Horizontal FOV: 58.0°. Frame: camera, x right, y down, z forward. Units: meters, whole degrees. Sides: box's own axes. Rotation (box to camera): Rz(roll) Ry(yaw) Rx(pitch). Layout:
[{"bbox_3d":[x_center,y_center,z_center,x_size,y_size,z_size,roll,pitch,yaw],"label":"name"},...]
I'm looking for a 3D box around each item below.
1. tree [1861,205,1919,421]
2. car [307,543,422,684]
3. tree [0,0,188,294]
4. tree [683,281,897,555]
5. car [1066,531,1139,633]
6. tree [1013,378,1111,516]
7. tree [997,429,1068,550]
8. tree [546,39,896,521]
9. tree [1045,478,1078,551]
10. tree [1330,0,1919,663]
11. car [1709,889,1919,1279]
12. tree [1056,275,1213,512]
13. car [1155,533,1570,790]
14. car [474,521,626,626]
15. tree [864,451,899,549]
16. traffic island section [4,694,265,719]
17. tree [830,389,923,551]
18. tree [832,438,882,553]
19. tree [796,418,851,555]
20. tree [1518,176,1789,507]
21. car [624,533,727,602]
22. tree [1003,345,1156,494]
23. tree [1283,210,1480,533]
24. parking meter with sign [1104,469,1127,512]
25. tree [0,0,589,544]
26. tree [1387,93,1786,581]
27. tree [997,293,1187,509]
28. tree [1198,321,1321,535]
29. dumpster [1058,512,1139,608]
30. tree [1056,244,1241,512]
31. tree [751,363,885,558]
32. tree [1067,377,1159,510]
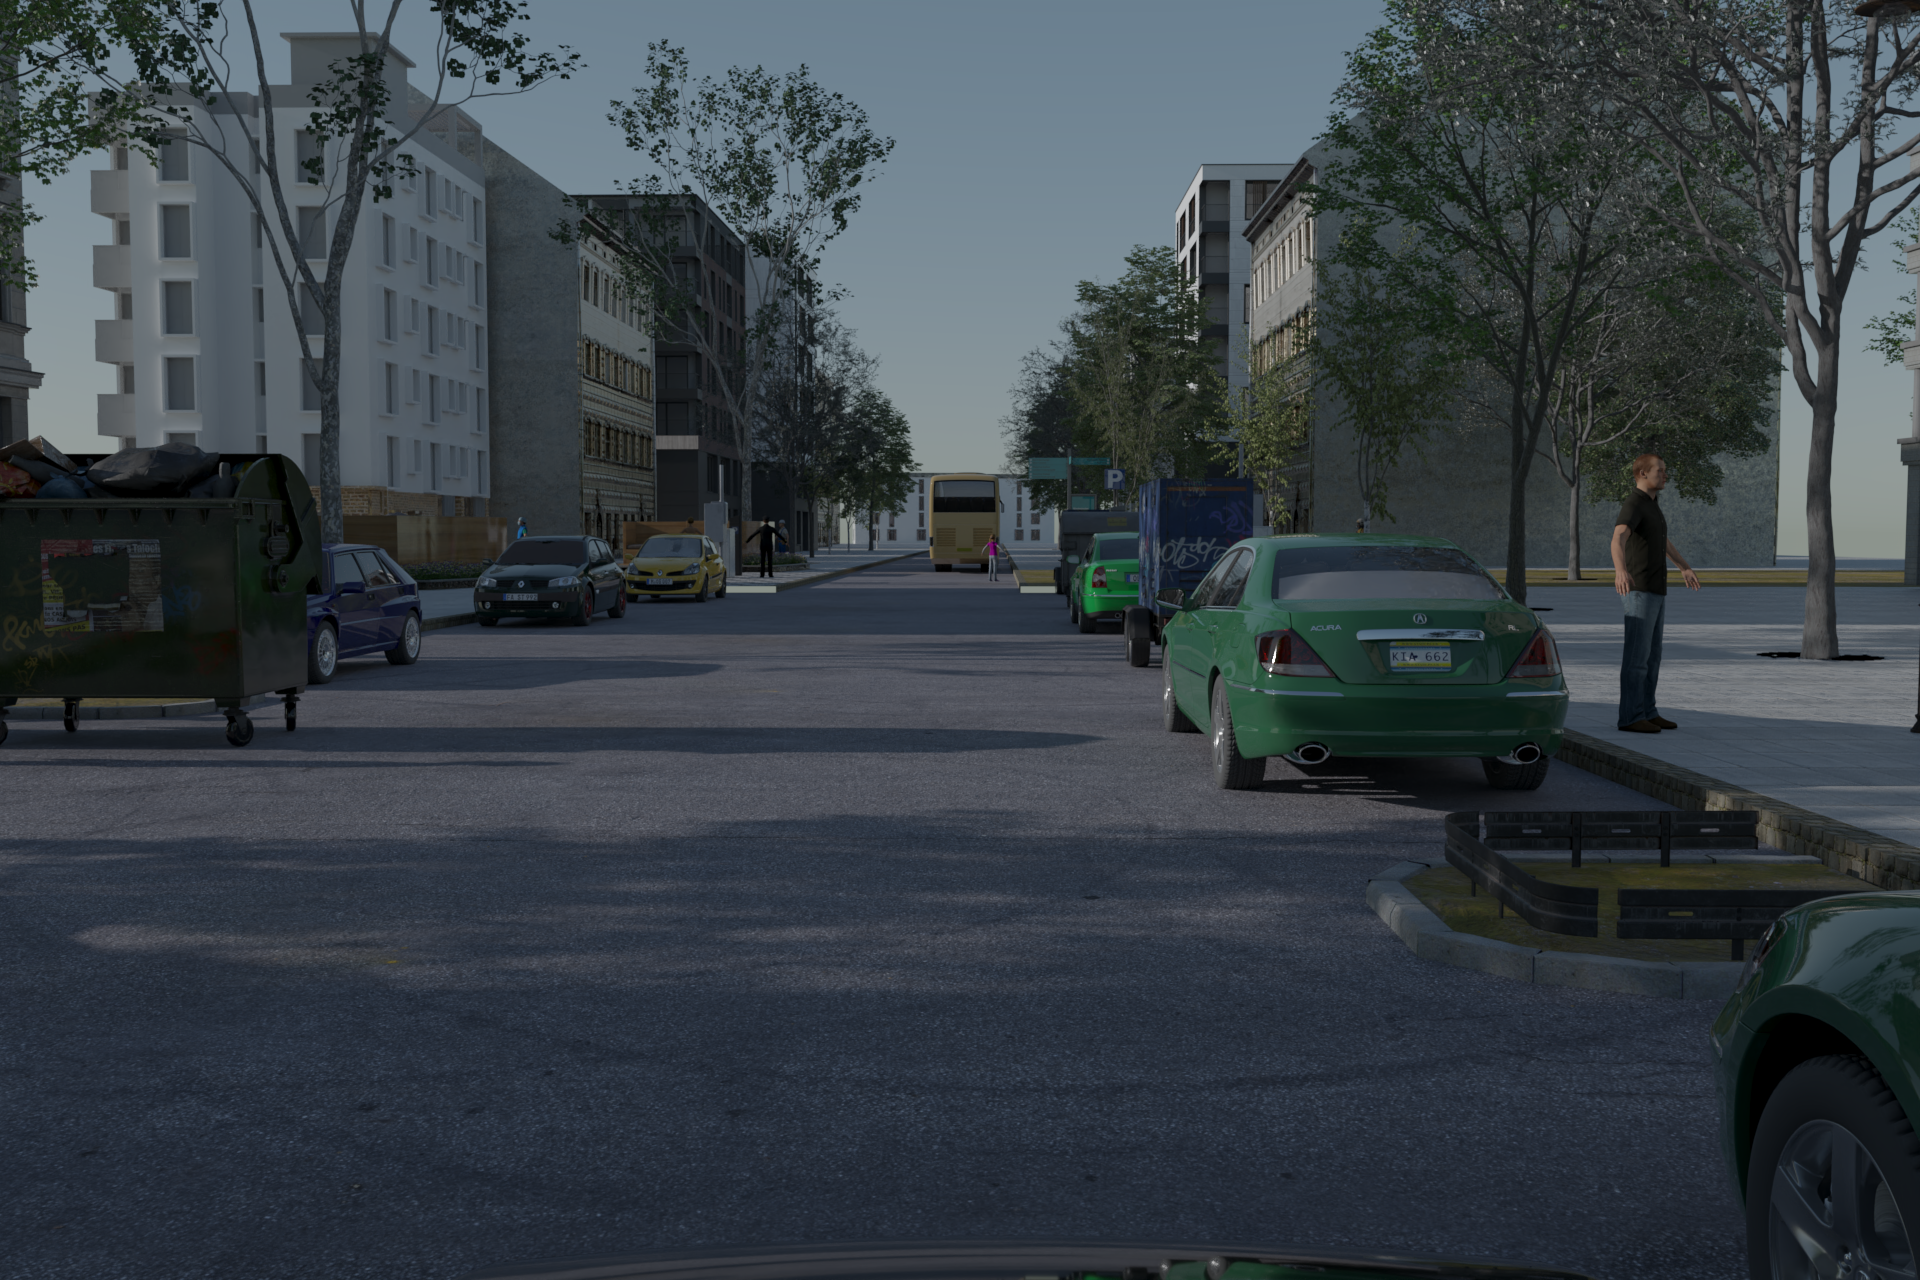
[{"bbox_3d":[28.300,-7.375,46.331,9.928,11.665,9.643,0,3,0],"label":"tree"},{"bbox_3d":[-6.881,-0.316,17.747,1.945,1.354,3.894,0,4,1],"label":"car"},{"bbox_3d":[-12.821,-5.750,19.761,9.928,11.665,9.643,0,3,0],"label":"tree"},{"bbox_3d":[-8.150,-10.626,84.098,12.009,13.543,11.850,0,3,0],"label":"tree"},{"bbox_3d":[2.631,-1.077,26.401,1.959,1.807,4.718,0,4,1],"label":"car"},{"bbox_3d":[7.392,-12.424,121.260,7.486,12.596,7.792,0,3,0],"label":"tree"},{"bbox_3d":[8.262,-14.113,141.123,12.009,13.543,11.850,0,3,0],"label":"tree"},{"bbox_3d":[-9.214,-12.934,67.363,12.611,20.169,13.585,0,3,0],"label":"tree"},{"bbox_3d":[7.636,-10.981,129.900,4.737,8.622,4.395,0,3,0],"label":"tree"},{"bbox_3d":[8.797,-6.557,17.583,12.009,13.543,11.850,0,3,0],"label":"tree"},{"bbox_3d":[2.165,0.655,1.096,2.131,1.459,4.920,0,4,1],"label":"car"},{"bbox_3d":[4.402,-6.091,49.958,4.360,8.622,3.978,0,3,0],"label":"tree"},{"bbox_3d":[2.378,0.041,11.135,2.131,1.459,4.920,0,4,1],"label":"car"},{"bbox_3d":[-6.616,-1.126,28.198,2.009,1.686,4.222,0,4,1],"label":"car"},{"bbox_3d":[-6.876,-11.993,146.449,4.737,8.622,4.395,0,3,0],"label":"tree"},{"bbox_3d":[-6.962,0.518,14.391,1.991,0.108,1.994,0,4,2],"label":"traffic island section"},{"bbox_3d":[-6.566,-13.272,135.131,7.486,12.596,7.792,0,3,0],"label":"tree"},{"bbox_3d":[-7.795,-10.394,120.310,4.360,8.622,3.978,0,3,0],"label":"tree"},{"bbox_3d":[-8.401,-9.661,108.324,4.737,8.622,4.395,0,3,0],"label":"tree"},{"bbox_3d":[24.316,-9.426,60.764,9.857,13.997,8.962,0,3,0],"label":"tree"},{"bbox_3d":[-6.140,-1.669,37.518,2.015,1.641,3.980,0,4,1],"label":"car"},{"bbox_3d":[7.857,-12.159,109.171,12.009,13.543,11.850,0,3,0],"label":"tree"},{"bbox_3d":[9.577,-5.456,39.564,4.737,8.622,4.395,0,3,0],"label":"tree"},{"bbox_3d":[4.115,-3.015,45.552,0.543,3.016,1.738,0,4,2],"label":"parking meter with sign"},{"bbox_3d":[-12.811,-10.869,33.606,12.611,20.169,13.585,0,3,0],"label":"tree"},{"bbox_3d":[17.003,-8.410,47.866,12.009,13.543,11.850,0,3,0],"label":"tree"},{"bbox_3d":[6.963,-10.819,87.265,12.009,13.543,11.850,0,3,0],"label":"tree"},{"bbox_3d":[10.475,-6.646,59.023,4.737,8.622,4.395,0,3,0],"label":"tree"},{"bbox_3d":[2.832,-1.540,33.389,1.865,1.857,1.264,0,4,1],"label":"dumpster"},{"bbox_3d":[7.384,-9.162,67.920,7.486,12.596,7.792,0,3,0],"label":"tree"},{"bbox_3d":[-7.929,-9.753,93.876,8.767,10.594,7.601,1,4,12],"label":"tree"},{"bbox_3d":[6.615,-7.817,78.173,4.737,8.622,4.395,0,3,0],"label":"tree"}]
